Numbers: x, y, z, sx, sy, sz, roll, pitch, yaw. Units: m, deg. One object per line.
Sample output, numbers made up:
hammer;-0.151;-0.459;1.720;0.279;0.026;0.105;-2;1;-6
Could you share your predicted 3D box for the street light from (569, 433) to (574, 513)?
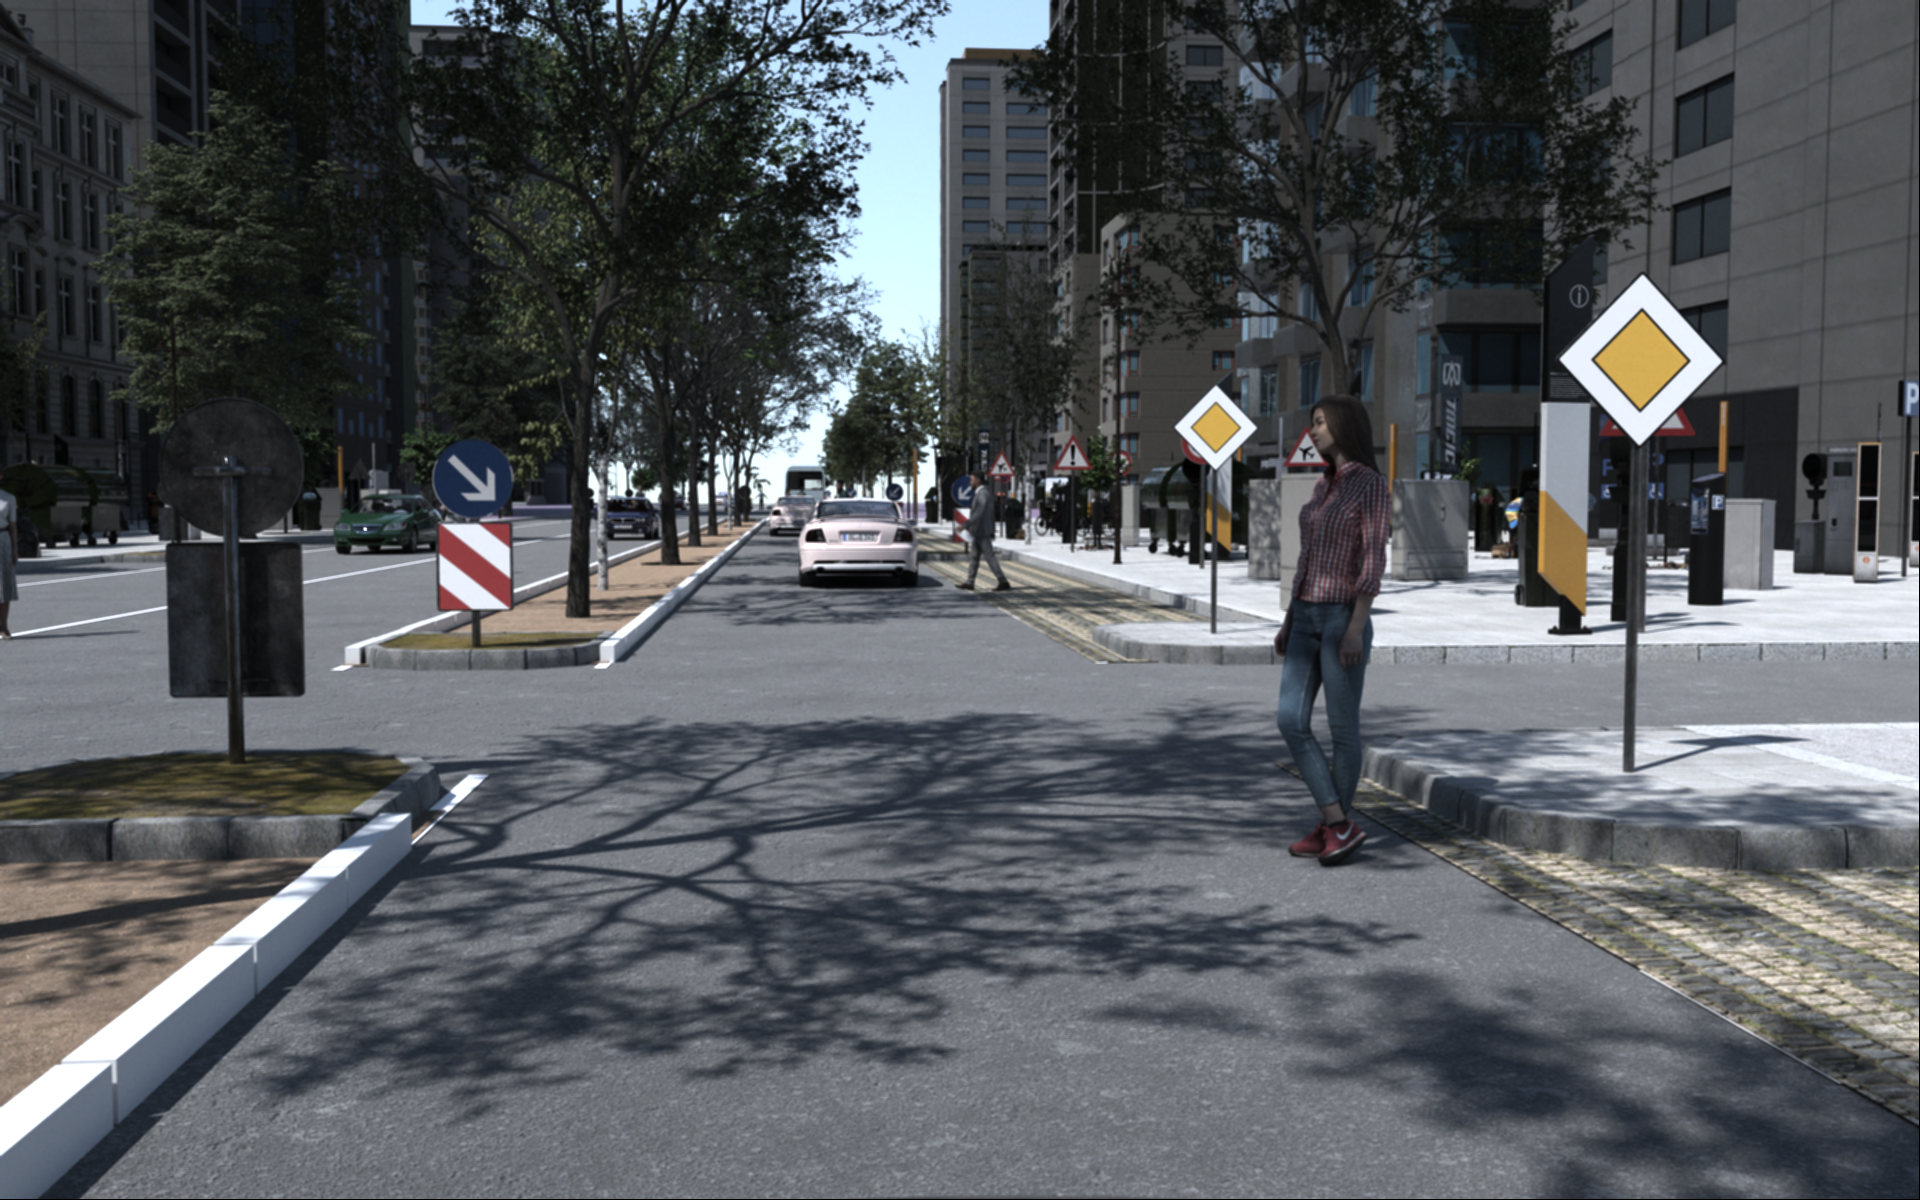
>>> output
street light;-26.948;-9.025;120.346;0.468;5.910;1.993;0;4;-5

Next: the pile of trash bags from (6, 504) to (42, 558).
pile of trash bags;-20.245;-1.515;34.517;3.447;1.369;1.912;-2;4;-26

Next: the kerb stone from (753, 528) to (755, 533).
kerb stone;-7.386;-2.380;61.105;0.120;0.150;1.000;0;4;-5

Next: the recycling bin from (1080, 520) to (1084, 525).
recycling bin;4.575;-3.487;69.559;0.722;1.027;0.722;3;5;43

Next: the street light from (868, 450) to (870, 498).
street light;-7.225;-10.063;137.315;0.468;5.910;1.993;0;4;-5

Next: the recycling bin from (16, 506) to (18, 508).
recycling bin;-20.902;-1.525;37.490;0.722;1.027;0.722;0;4;-5

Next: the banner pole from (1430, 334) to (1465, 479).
banner pole;7.605;-2.278;27.258;0.863;3.779;0.401;-2;4;-30

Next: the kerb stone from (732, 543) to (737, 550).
kerb stone;-5.651;-1.257;42.753;0.120;0.150;1.000;0;4;-5

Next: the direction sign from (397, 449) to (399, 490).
direction sign;-28.376;-5.838;87.447;0.379;3.537;0.876;-1;4;-16

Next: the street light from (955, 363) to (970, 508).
street light;0.130;-5.384;60.823;0.468;5.910;1.993;0;4;-5

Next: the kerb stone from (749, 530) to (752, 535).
kerb stone;-6.998;-2.128;57.019;0.120;0.150;1.000;0;4;-5

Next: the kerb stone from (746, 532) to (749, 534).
kerb stone;-6.713;-1.943;53.957;0.120;0.150;1.000;0;4;-5

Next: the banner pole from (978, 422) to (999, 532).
banner pole;0.949;-4.212;58.876;0.863;3.779;0.401;3;4;37

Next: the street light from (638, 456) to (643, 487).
street light;-31.870;-12.261;173.262;0.468;5.910;1.993;0;4;-5

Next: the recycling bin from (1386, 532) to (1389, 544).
recycling bin;10.555;-1.959;44.579;0.722;1.027;0.722;-3;5;-41

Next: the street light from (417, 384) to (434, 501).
street light;-22.483;-6.129;72.992;0.468;5.910;1.993;0;4;-5

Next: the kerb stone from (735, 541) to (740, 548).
kerb stone;-5.835;-1.382;44.789;0.120;0.150;1.000;0;4;-5

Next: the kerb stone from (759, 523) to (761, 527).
kerb stone;-8.259;-2.940;70.276;0.120;0.150;1.000;0;4;-5

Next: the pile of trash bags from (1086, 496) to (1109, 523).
pile of trash bags;6.844;-4.096;76.722;3.447;1.369;1.912;-1;4;-21

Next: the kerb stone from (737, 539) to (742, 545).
kerb stone;-6.030;-1.506;46.823;0.120;0.150;1.000;0;4;-5

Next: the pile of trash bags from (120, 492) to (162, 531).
pile of trash bags;-29.333;-3.066;59.877;3.447;1.369;1.912;-3;5;-41

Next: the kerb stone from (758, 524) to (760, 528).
kerb stone;-8.058;-2.815;68.237;0.120;0.150;1.000;0;4;-5

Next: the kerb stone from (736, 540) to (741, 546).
kerb stone;-5.936;-1.443;45.806;0.120;0.150;1.000;0;4;-5

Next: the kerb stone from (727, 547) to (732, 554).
kerb stone;-5.357;-1.067;39.686;0.120;0.150;1.000;0;4;-5

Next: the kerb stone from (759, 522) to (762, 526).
kerb stone;-8.451;-3.066;72.331;0.120;0.150;1.000;0;4;-5

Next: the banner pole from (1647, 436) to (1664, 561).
banner pole;13.220;-2.638;33.143;0.863;3.779;0.401;-3;4;-39

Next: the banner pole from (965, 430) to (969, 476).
banner pole;0.244;-4.764;67.904;0.401;3.779;0.863;-1;4;-12

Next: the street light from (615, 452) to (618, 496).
street light;-29.731;-10.825;149.768;0.468;5.910;1.993;0;4;-5

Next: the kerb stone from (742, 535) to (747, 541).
kerb stone;-6.422;-1.756;50.904;0.120;0.150;1.000;0;4;-5

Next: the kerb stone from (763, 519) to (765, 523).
kerb stone;-9.131;-3.499;79.458;0.120;0.150;1.000;0;4;-5

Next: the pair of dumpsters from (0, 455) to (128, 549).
pair of dumpsters;-21.853;-2.424;42.127;1.574;2.255;4.437;0;4;-5

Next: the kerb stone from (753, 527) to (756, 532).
kerb stone;-7.484;-2.442;62.123;0.120;0.150;1.000;0;4;-5

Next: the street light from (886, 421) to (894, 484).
street light;-4.354;-8.270;107.997;0.468;5.910;1.993;0;4;-5

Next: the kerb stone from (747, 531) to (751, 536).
kerb stone;-6.907;-2.067;55.993;0.120;0.150;1.000;0;4;-5

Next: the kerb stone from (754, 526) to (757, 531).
kerb stone;-7.583;-2.504;63.145;0.120;0.150;1.000;0;4;-5

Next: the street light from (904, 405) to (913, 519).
street light;-2.691;-7.200;90.501;0.468;5.910;1.993;0;4;-5

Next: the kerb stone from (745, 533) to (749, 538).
kerb stone;-6.612;-1.876;52.940;0.120;0.150;1.000;0;4;-5

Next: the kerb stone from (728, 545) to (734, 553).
kerb stone;-5.453;-1.133;40.713;0.120;0.150;1.000;0;4;-5

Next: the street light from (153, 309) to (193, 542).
street light;-19.664;-4.320;43.414;0.468;5.910;1.993;0;4;-5

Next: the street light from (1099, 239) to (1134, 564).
street light;2.896;-3.601;31.670;0.468;5.910;1.993;0;4;-5

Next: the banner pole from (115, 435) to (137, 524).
banner pole;-35.438;-5.107;73.516;0.401;3.779;0.863;2;4;35

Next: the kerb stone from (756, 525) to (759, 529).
kerb stone;-7.868;-2.691;66.201;0.120;0.150;1.000;0;4;-5

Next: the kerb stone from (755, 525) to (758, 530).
kerb stone;-7.770;-2.627;65.180;0.120;0.150;1.000;0;4;-5

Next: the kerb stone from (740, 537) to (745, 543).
kerb stone;-6.222;-1.628;48.866;0.120;0.150;1.000;0;4;-5

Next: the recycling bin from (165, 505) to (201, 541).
recycling bin;-21.567;-2.173;48.078;0.722;1.027;0.722;0;4;-3

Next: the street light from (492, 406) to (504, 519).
street light;-24.161;-7.217;90.791;0.468;5.910;1.993;0;4;-5

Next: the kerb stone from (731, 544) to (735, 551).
kerb stone;-5.553;-1.195;41.730;0.120;0.150;1.000;0;4;-5

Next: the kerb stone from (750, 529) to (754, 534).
kerb stone;-7.201;-2.253;59.059;0.120;0.150;1.000;0;4;-5

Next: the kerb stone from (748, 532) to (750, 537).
kerb stone;-6.811;-2.005;54.974;0.120;0.150;1.000;0;4;-5

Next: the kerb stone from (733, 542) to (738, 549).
kerb stone;-5.750;-1.320;43.770;0.120;0.150;1.000;0;4;-5

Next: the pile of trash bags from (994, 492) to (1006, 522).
pile of trash bags;2.079;-4.308;80.182;1.912;1.369;3.447;0;4;-7

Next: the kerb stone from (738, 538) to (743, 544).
kerb stone;-6.128;-1.564;47.845;0.120;0.150;1.000;0;4;-5

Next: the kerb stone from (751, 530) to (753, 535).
kerb stone;-7.093;-2.192;58.039;0.120;0.150;1.000;0;4;-5

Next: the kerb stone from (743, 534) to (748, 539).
kerb stone;-6.515;-1.818;51.921;0.120;0.150;1.000;0;4;-5
